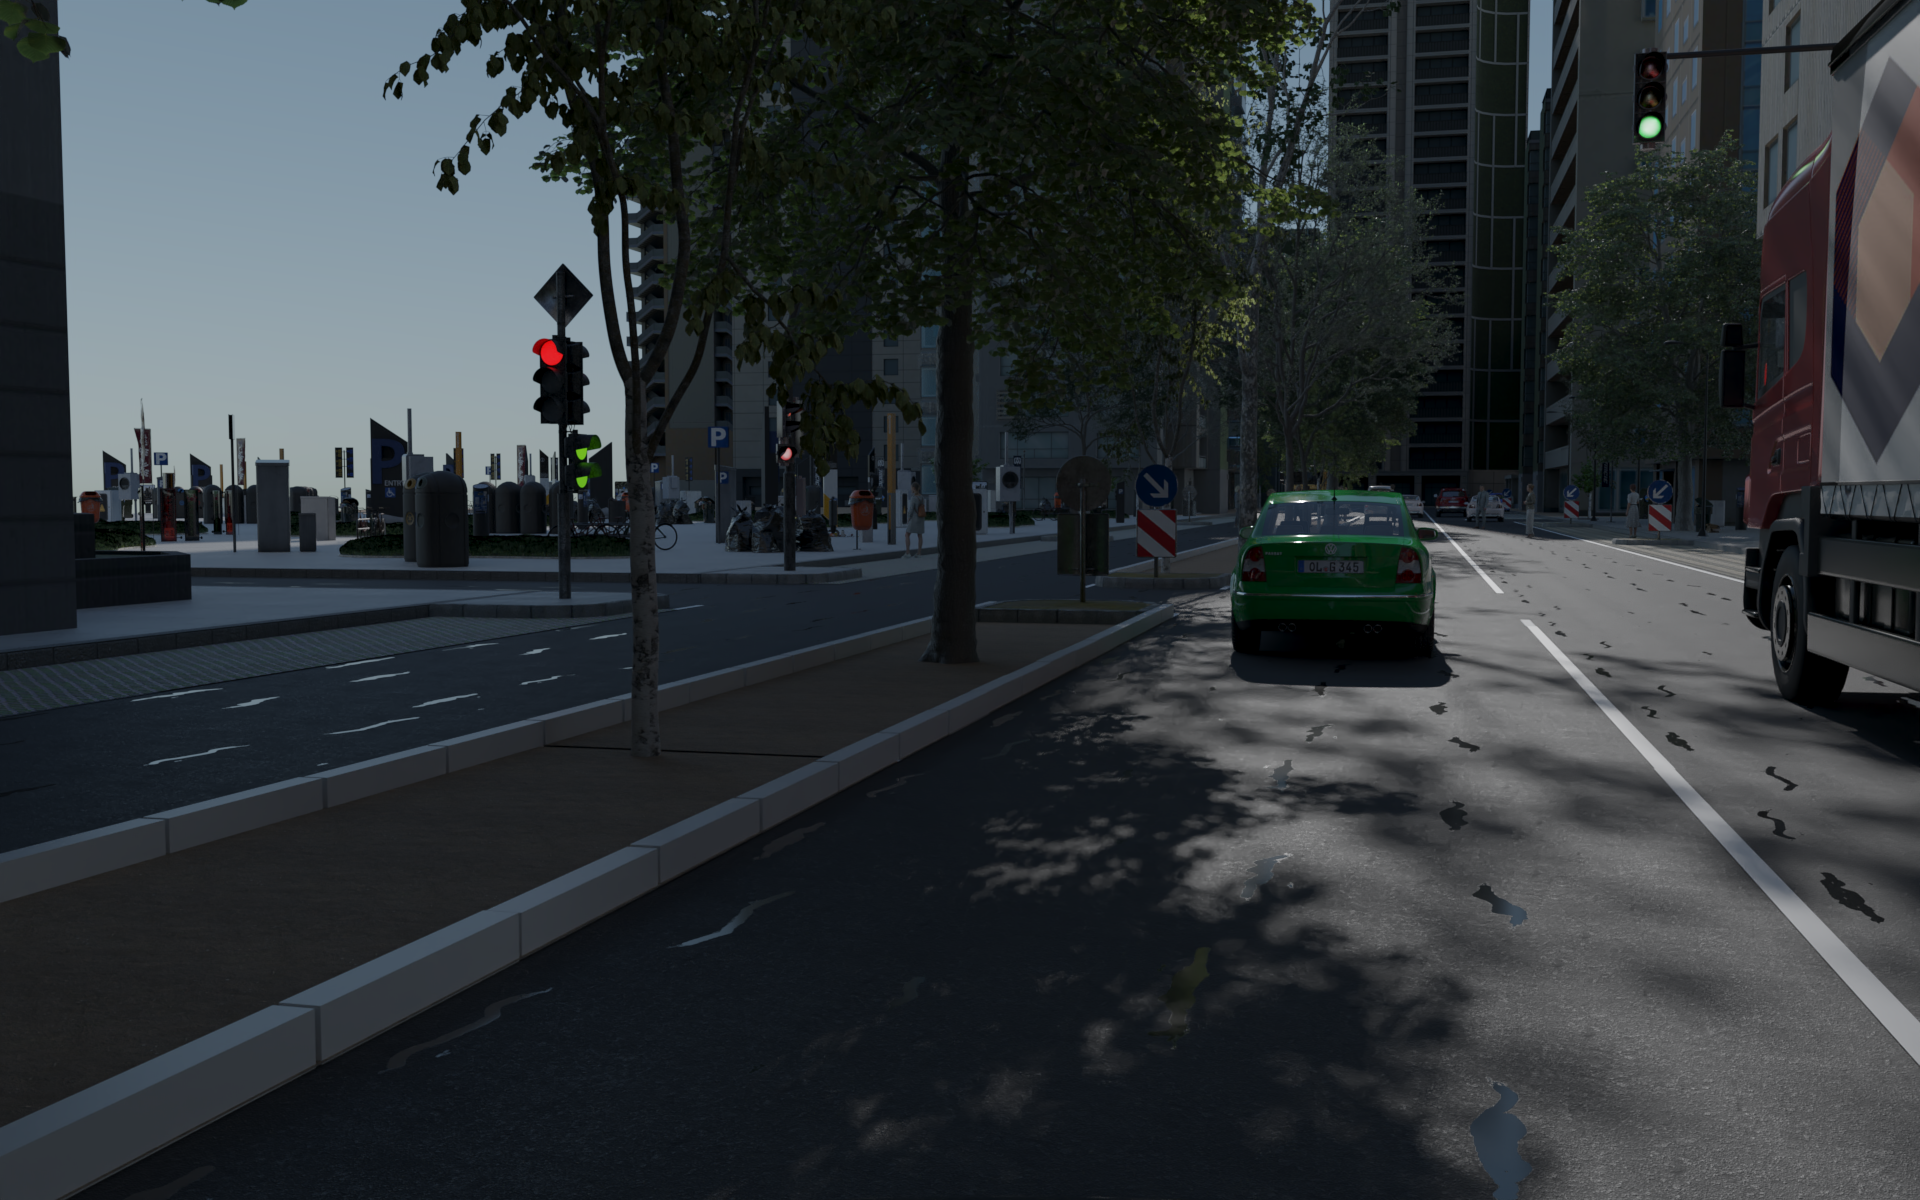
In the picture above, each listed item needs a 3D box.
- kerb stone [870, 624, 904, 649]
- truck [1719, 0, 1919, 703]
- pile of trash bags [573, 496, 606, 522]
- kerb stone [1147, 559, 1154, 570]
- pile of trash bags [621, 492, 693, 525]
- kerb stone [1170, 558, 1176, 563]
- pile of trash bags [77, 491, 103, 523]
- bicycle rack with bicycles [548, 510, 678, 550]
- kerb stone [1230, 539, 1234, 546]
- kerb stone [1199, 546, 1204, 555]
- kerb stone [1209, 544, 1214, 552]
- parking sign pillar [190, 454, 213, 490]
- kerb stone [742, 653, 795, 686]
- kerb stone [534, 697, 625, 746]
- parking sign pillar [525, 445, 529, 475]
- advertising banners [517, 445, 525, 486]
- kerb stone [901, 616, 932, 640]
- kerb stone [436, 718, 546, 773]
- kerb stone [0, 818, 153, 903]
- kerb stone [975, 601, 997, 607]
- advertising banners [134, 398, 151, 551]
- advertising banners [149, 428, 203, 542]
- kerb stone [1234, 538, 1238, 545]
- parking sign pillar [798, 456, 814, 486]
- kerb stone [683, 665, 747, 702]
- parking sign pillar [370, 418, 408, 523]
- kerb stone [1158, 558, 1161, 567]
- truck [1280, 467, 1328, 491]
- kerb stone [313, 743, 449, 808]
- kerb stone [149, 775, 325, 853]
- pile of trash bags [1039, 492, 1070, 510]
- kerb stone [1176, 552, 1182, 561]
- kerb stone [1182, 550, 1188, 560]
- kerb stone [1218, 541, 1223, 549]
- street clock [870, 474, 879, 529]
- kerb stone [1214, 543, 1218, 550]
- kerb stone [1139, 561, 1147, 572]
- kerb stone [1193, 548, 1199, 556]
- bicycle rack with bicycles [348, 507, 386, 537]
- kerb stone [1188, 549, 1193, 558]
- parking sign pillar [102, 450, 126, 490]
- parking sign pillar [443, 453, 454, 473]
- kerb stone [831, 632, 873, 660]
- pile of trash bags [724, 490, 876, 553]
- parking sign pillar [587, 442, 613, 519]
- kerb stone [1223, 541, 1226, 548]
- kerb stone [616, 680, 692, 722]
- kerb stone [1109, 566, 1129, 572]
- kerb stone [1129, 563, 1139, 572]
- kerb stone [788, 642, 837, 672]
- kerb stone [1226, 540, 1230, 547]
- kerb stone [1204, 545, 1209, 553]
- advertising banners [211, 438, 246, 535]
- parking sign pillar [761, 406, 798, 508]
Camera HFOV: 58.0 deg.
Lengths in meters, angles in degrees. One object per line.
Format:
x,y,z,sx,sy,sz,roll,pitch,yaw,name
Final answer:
-0.747,0.361,16.296,0.120,0.150,1.000,1,4,14,kerb stone
6.042,-1.190,8.366,2.839,4.237,11.283,1,4,14,truck
-16.838,-4.311,80.238,3.447,1.369,1.912,-1,4,-9,pile of trash bags
3.496,-0.642,32.684,0.120,0.150,1.000,1,4,14,kerb stone
-12.833,-3.930,74.004,1.912,1.369,3.447,-2,4,-34,pile of trash bags
4.268,-0.822,35.661,0.120,0.150,1.000,1,4,14,kerb stone
-26.234,-2.409,49.146,3.447,1.369,1.912,-2,4,-34,pile of trash bags
-7.877,-1.582,39.240,2.925,0.926,2.852,-1,4,-14,bicycle rack with bicycles
7.346,-1.552,47.578,0.120,0.150,1.000,1,4,14,kerb stone
5.545,-1.126,40.621,0.120,0.150,1.000,1,4,14,kerb stone
6.063,-1.249,42.612,0.120,0.150,1.000,1,4,14,kerb stone
-50.324,-7.733,114.912,1.447,3.967,1.447,-3,4,-38,parking sign pillar
-1.514,0.546,13.307,0.120,0.150,1.000,1,4,14,kerb stone
-2.286,0.726,10.327,0.120,0.150,1.000,1,4,14,kerb stone
-23.932,-6.518,95.039,1.447,3.967,1.447,-1,4,-18,parking sign pillar
-16.129,-4.021,61.933,2.074,3.025,0.090,3,5,41,advertising banners
-0.489,0.300,17.285,0.120,0.150,1.000,1,4,14,kerb stone
-2.541,0.788,9.334,0.120,0.150,1.000,1,4,14,kerb stone
-3.316,0.969,6.360,0.120,0.150,1.000,1,4,14,kerb stone
0.285,0.122,20.262,0.120,0.150,1.000,1,4,14,kerb stone
-15.362,-2.222,32.515,0.090,3.025,2.074,-2,4,-27,advertising banners
-21.357,-3.091,46.729,0.090,3.025,2.074,2,4,26,advertising banners
7.604,-1.613,48.568,0.120,0.150,1.000,1,4,14,kerb stone
-9.443,-7.276,107.430,1.447,3.967,1.447,-1,4,-10,parking sign pillar
-1.775,0.607,12.319,0.120,0.150,1.000,1,4,14,kerb stone
-20.101,-4.442,61.095,1.447,3.967,1.447,-1,4,-14,parking sign pillar
3.750,-0.702,33.675,0.120,0.150,1.000,1,4,14,kerb stone
24.127,-7.602,120.211,3.469,3.379,9.791,1,4,13,truck
-2.799,0.849,8.344,0.120,0.150,1.000,1,4,14,kerb stone
-3.061,0.908,7.351,0.120,0.150,1.000,1,4,14,kerb stone
5.283,-5.225,95.189,1.912,1.369,3.447,0,4,-2,pile of trash bags
4.526,-0.885,36.660,0.120,0.150,1.000,1,4,14,kerb stone
4.779,-0.945,37.651,0.120,0.150,1.000,1,4,14,kerb stone
6.584,-1.370,44.599,0.120,0.150,1.000,1,4,14,kerb stone
-3.106,-3.562,62.802,0.358,2.002,0.471,-1,4,-19,street clock
6.318,-1.310,43.612,0.120,0.150,1.000,1,4,14,kerb stone
3.243,-0.580,31.684,0.120,0.150,1.000,1,4,14,kerb stone
5.289,-1.066,39.631,0.120,0.150,1.000,1,4,14,kerb stone
-15.386,-2.055,46.984,2.852,0.926,2.925,0,4,-3,bicycle rack with bicycles
5.024,-1.006,38.643,0.120,0.150,1.000,1,4,14,kerb stone
-52.004,-7.227,106.629,1.447,3.967,1.447,-2,4,-33,parking sign pillar
-33.297,-7.646,113.489,1.447,3.967,1.447,2,4,35,parking sign pillar
-1.001,0.422,15.298,0.120,0.150,1.000,1,4,14,kerb stone
-3.485,-1.794,39.090,3.447,1.369,1.912,-2,4,-30,pile of trash bags
-18.541,-6.154,89.097,1.447,3.967,1.447,-3,5,-39,parking sign pillar
6.834,-1.431,45.591,0.120,0.150,1.000,1,4,14,kerb stone
-2.027,0.665,11.317,0.120,0.150,1.000,1,4,14,kerb stone
2.724,-0.459,29.705,0.120,0.150,1.000,1,4,14,kerb stone
2.987,-0.518,30.693,0.120,0.150,1.000,1,4,14,kerb stone
-1.257,0.483,14.302,0.120,0.150,1.000,1,4,14,kerb stone
7.091,-1.492,46.583,0.120,0.150,1.000,1,4,14,kerb stone
5.809,-1.188,41.617,0.120,0.150,1.000,1,4,14,kerb stone
-23.021,-3.568,54.526,2.074,3.025,0.090,3,4,38,advertising banners
-5.921,-4.001,53.888,1.447,3.967,1.447,-1,4,-11,parking sign pillar
